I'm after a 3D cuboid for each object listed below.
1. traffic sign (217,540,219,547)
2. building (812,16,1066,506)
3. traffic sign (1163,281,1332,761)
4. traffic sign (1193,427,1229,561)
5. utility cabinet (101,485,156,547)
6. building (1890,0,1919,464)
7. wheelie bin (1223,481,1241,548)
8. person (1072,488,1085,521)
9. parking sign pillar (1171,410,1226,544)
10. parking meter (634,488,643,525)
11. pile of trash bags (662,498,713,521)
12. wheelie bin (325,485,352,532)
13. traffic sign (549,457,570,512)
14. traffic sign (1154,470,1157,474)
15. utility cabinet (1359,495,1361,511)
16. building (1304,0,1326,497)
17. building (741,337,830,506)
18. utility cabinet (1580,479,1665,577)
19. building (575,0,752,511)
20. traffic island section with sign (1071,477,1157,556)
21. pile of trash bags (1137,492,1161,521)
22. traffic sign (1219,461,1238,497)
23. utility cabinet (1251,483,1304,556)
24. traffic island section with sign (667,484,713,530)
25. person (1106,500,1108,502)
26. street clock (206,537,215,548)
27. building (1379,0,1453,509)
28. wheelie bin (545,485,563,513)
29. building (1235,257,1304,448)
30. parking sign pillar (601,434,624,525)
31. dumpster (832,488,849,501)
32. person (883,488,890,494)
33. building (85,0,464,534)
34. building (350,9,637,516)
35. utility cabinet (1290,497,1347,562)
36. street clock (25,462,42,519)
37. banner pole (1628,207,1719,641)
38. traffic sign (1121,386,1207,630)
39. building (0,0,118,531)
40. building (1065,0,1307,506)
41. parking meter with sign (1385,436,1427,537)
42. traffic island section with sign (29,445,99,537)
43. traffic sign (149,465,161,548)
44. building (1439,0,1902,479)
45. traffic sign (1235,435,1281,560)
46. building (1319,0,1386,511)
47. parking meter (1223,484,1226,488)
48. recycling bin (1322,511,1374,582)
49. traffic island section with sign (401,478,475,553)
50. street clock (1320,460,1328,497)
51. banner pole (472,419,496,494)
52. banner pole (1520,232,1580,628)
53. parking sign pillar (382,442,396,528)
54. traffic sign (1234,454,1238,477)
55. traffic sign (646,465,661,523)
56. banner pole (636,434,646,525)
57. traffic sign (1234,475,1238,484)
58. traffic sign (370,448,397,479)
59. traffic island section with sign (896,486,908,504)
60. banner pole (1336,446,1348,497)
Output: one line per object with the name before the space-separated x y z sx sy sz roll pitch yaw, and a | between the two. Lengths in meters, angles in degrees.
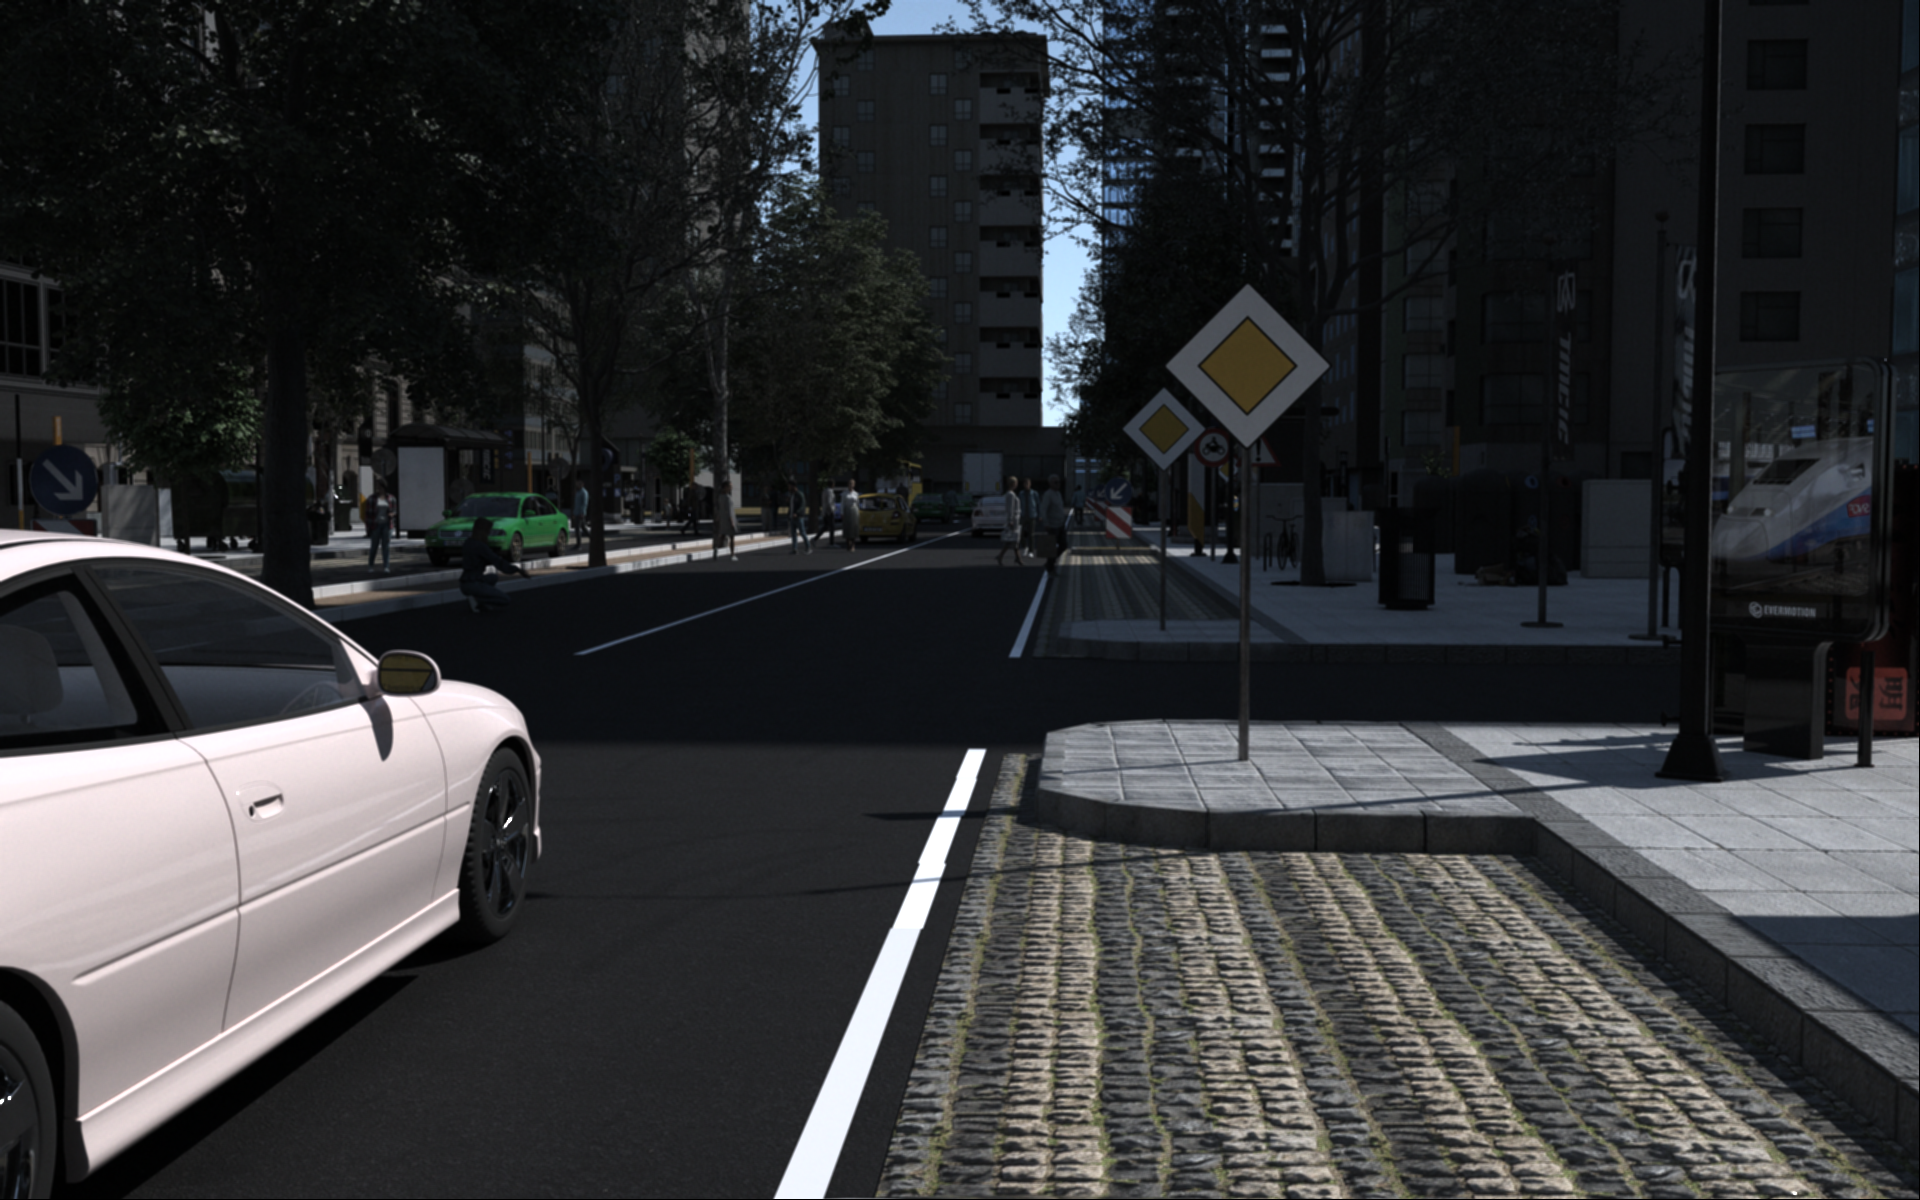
traffic sign | -17.966 -2.558 41.927 0.768 2.556 0.104 0 4 5
building | -1.398 -37.352 199.935 27.495 52.752 28.713 0 4 4
traffic sign | 1.362 -0.284 8.280 0.795 2.450 0.064 0 4 4
traffic sign | 4.838 -2.015 33.057 0.768 2.556 0.104 1 4 12
utility cabinet | -19.795 -1.991 41.226 0.318 1.500 1.173 2 4 34
building | 66.832 -31.823 139.915 30.456 49.044 23.786 0 4 4
wheelie bin | 6.655 -2.044 41.329 0.693 1.594 0.980 0 4 2
person | 6.402 -5.144 93.054 0.683 1.767 0.568 -2 4 -32
parking sign pillar | 6.210 -3.457 44.988 1.447 3.967 1.447 -1 4 -23
parking meter | -13.568 -3.955 73.075 0.372 1.533 0.369 0 3 0
pile of trash bags | -12.902 -4.608 85.101 1.912 1.369 3.447 3 4 38
wheelie bin | -21.337 -3.148 59.381 0.693 1.594 0.980 2 4 29
traffic sign | -13.891 -3.664 60.018 0.768 2.556 0.104 1 4 9
traffic sign | 10.299 -5.508 90.163 0.768 2.556 0.104 1 4 12
utility cabinet | 19.302 -4.333 82.012 1.020 1.237 0.306 -3 5 -41
building | 32.323 -41.326 113.925 20.563 71.187 20.611 0 4 4
building | -29.555 -21.859 202.431 28.899 21.520 27.650 0 4 4
utility cabinet | 10.105 -1.084 26.398 1.173 1.500 0.318 0 4 0
building | -32.664 -33.932 144.029 27.495 52.752 28.713 0 4 4
traffic island section with sign | 3.615 -1.972 40.863 1.989 1.847 2.006 0 4 4
pile of trash bags | 9.441 -4.474 82.907 1.912 1.369 3.447 -2 4 -24
traffic sign | 8.227 -3.193 53.388 0.795 2.450 0.064 1 4 10
utility cabinet | 6.468 -1.646 35.590 1.173 1.500 0.318 1 4 12
traffic island section with sign | -10.548 -3.716 69.389 1.989 1.847 2.006 0 4 4
person | 14.482 -9.679 170.009 1.065 1.426 0.557 -3 5 -41
street clock | -17.799 -2.237 41.144 0.358 2.002 0.471 -3 5 -40
building | 27.274 -24.387 82.327 14.154 41.232 14.086 0 4 4
wheelie bin | -14.996 -3.413 63.715 0.693 1.594 0.980 -2 4 -27
building | 37.464 -18.032 139.857 27.650 21.520 28.899 0 4 4
parking sign pillar | -14.971 -5.191 73.348 1.447 3.967 1.447 2 4 35
dumpster | -7.676 -6.526 114.922 1.865 1.857 1.264 0 4 4
person | -4.639 -6.124 108.612 1.348 1.826 0.705 0 4 2
building | -31.620 -15.378 70.517 14.460 24.649 34.723 0 4 4
building | -37.182 -25.321 105.887 32.217 40.220 23.993 0 4 4
utility cabinet | 6.819 -1.332 32.937 1.020 1.237 0.306 0 4 6
street clock | -20.726 -2.098 38.870 0.471 2.002 0.358 2 4 32
banner pole | 6.346 -1.547 15.317 0.863 3.779 0.401 -1 4 -23
traffic sign | 1.906 -0.771 16.246 0.795 2.450 0.064 0 4 4
building | -33.206 -15.146 41.148 14.314 27.812 24.014 0 4 4
building | 27.548 -53.873 193.498 31.000 86.520 22.319 0 4 4
parking meter with sign | 13.717 -3.423 52.227 1.738 3.016 0.543 1 4 18
traffic island section with sign | -8.248 -0.522 16.674 2.006 1.907 1.989 0 4 4
traffic sign | -16.955 -2.229 36.548 0.768 2.556 0.104 1 4 13
building | 23.779 -17.588 59.264 14.160 30.474 14.107 0 4 4
traffic sign | 5.803 -2.062 33.711 0.884 2.594 0.081 1 4 12
building | 28.247 -27.312 96.666 14.600 45.320 14.200 0 4 4
parking meter | 13.450 -4.983 87.181 0.399 1.863 0.255 2 4 35
recycling bin | 5.748 -0.801 25.647 0.722 1.027 0.722 1 4 16
traffic island section with sign | -12.377 -2.071 42.496 1.989 1.847 2.006 0 4 4
street clock | 7.542 -1.973 36.821 0.358 2.002 0.471 -2 4 -25
banner pole | -15.398 -4.021 55.768 0.863 3.779 0.401 -1 4 -18
banner pole | 5.665 -1.617 16.455 0.401 3.779 0.863 0 4 -5
parking sign pillar | -21.192 -4.720 65.640 1.447 3.967 1.447 -1 4 -17
traffic sign | 8.335 -3.270 53.567 0.768 2.556 0.104 0 4 5
traffic sign | -13.627 -4.682 76.656 0.768 2.556 0.104 1 4 10
banner pole | -13.209 -5.019 72.076 0.401 3.779 0.863 -2 4 -30
traffic sign | 11.246 -4.317 70.587 0.884 2.594 0.081 1 4 10
traffic sign | -16.018 -2.936 48.104 0.768 2.556 0.104 0 4 6
traffic island section with sign | -3.142 -5.107 91.639 2.006 1.907 1.989 0 4 4
banner pole | 19.651 -6.080 89.429 0.863 3.779 0.401 -1 4 -19
